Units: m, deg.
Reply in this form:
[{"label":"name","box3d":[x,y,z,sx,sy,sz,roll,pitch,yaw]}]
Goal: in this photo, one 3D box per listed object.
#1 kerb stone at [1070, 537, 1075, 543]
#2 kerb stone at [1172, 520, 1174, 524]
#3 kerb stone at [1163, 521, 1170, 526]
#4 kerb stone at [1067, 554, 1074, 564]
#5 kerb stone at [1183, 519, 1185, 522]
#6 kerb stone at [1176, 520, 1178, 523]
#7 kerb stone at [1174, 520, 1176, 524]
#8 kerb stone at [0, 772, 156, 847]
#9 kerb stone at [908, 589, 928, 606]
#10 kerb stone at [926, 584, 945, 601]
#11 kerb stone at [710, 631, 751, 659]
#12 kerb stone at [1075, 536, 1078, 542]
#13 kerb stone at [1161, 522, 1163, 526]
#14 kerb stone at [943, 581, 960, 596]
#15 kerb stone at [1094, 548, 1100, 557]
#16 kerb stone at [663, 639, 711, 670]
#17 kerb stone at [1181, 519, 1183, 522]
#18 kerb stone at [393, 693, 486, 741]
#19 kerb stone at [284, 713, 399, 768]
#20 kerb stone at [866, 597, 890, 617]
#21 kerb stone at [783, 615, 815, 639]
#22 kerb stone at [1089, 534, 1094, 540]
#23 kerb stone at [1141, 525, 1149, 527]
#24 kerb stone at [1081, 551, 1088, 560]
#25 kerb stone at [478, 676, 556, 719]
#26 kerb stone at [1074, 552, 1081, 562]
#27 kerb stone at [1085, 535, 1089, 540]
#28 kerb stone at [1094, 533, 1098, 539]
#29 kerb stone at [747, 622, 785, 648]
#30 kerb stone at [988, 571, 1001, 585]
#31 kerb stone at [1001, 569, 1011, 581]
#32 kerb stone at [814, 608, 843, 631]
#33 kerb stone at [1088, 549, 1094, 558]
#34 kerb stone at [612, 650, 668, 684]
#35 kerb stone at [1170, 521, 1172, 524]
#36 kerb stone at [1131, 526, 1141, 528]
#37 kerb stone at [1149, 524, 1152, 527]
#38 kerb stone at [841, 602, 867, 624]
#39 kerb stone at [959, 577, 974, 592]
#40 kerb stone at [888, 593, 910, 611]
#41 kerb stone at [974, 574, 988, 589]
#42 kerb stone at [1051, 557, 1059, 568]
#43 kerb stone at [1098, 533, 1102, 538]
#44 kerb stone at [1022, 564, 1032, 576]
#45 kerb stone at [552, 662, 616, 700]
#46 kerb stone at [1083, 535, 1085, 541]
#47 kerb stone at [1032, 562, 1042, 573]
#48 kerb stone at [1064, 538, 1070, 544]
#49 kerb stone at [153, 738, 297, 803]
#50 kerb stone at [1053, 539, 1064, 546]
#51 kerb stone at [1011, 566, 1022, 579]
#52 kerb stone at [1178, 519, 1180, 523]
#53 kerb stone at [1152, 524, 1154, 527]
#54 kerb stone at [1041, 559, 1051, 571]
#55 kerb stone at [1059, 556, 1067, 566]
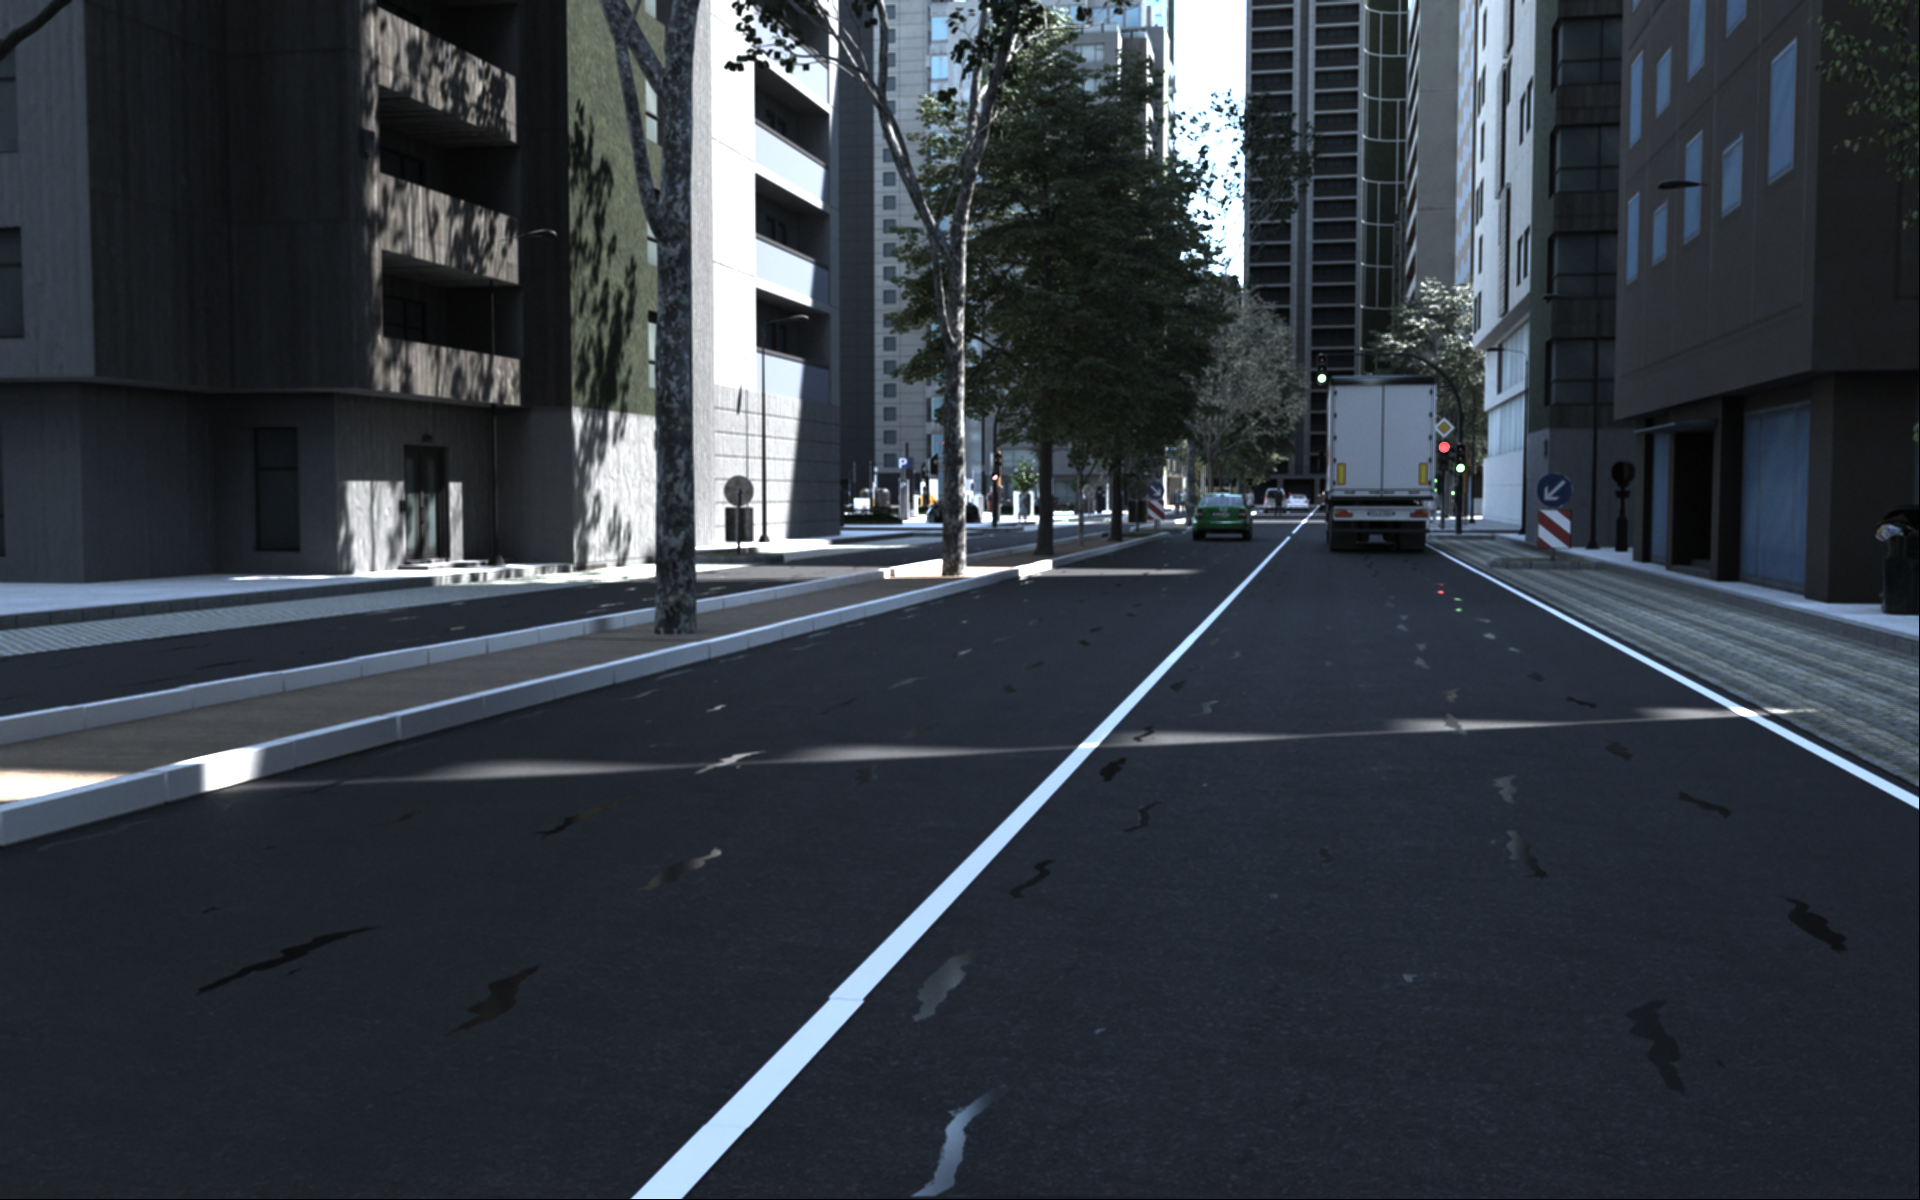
[{"label":"kerb stone","box3d":[3.114,-1.703,50.085,0.120,0.150,1.000,1,4,12]},{"label":"kerb stone","box3d":[9.870,-3.639,81.692,0.120,0.150,1.000,1,4,12]},{"label":"kerb stone","box3d":[9.446,-3.516,79.678,0.120,0.150,1.000,1,4,12]},{"label":"kerb stone","box3d":[2.163,-0.820,35.599,0.120,0.150,1.000,1,4,12]},{"label":"kerb stone","box3d":[11.168,-4.001,87.703,0.120,0.150,1.000,1,4,12]},{"label":"kerb stone","box3d":[10.302,-3.761,83.691,0.120,0.150,1.000,1,4,12]},{"label":"kerb stone","box3d":[10.093,-3.700,82.690,0.120,0.150,1.000,1,4,12]},{"label":"kerb stone","box3d":[-3.836,0.902,7.523,0.120,0.150,1.000,1,4,12]},{"label":"kerb stone","box3d":[-0.625,-0.022,22.550,0.120,0.150,1.000,1,4,12]},{"label":"kerb stone","box3d":[-0.411,-0.080,23.549,0.120,0.150,1.000,1,4,12]},{"label":"kerb stone","box3d":[-2.121,0.412,15.530,0.120,0.150,1.000,1,4,12]},{"label":"kerb stone","box3d":[3.333,-1.765,51.083,0.120,0.150,1.000,1,4,12]},{"label":"kerb stone","box3d":[8.788,-3.332,76.674,0.120,0.150,1.000,1,4,12]},{"label":"kerb stone","box3d":[-0.202,-0.144,24.553,0.120,0.150,1.000,1,4,12]},{"label":"kerb stone","box3d":[3.025,-1.064,39.611,0.120,0.150,1.000,1,4,12]},{"label":"kerb stone","box3d":[-2.340,0.469,14.530,0.120,0.150,1.000,1,4,12]},{"label":"kerb stone","box3d":[10.944,-3.945,86.698,0.120,0.150,1.000,1,4,12]},{"label":"kerb stone","box3d":[-3.191,0.714,10.528,0.120,0.150,1.000,1,4,12]},{"label":"kerb stone","box3d":[-3.417,0.775,9.523,0.120,0.150,1.000,1,4,12]},{"label":"kerb stone","box3d":[-1.046,0.101,20.549,0.120,0.150,1.000,1,4,12]},{"label":"kerb stone","box3d":[-1.695,0.284,17.544,0.120,0.150,1.000,1,4,12]},{"label":"kerb stone","box3d":[3.972,-1.951,54.102,0.120,0.150,1.000,1,4,12]},{"label":"kerb stone","box3d":[7.515,-2.964,70.655,0.120,0.150,1.000,1,4,12]},{"label":"kerb stone","box3d":[2.594,-0.943,37.610,0.120,0.150,1.000,1,4,12]},{"label":"kerb stone","box3d":[-2.980,0.652,11.528,0.120,0.150,1.000,1,4,12]},{"label":"kerb stone","box3d":[2.375,-0.880,36.603,0.120,0.150,1.000,1,4,12]},{"label":"kerb stone","box3d":[3.761,-1.890,53.094,0.120,0.150,1.000,1,4,12]},{"label":"kerb stone","box3d":[4.188,-2.013,55.101,0.120,0.150,1.000,1,4,12]},{"label":"kerb stone","box3d":[-1.909,0.350,16.545,0.120,0.150,1.000,1,4,12]},{"label":"kerb stone","box3d":[0.452,-0.329,27.570,0.120,0.150,1.000,1,4,12]},{"label":"kerb stone","box3d":[0.655,-0.391,28.584,0.120,0.150,1.000,1,4,12]},{"label":"kerb stone","box3d":[-1.477,0.223,18.547,0.120,0.150,1.000,1,4,12]},{"label":"kerb stone","box3d":[2.806,-1.004,38.612,0.120,0.150,1.000,1,4,12]},{"label":"kerb stone","box3d":[-2.548,0.530,13.530,0.120,0.150,1.000,1,4,12]},{"label":"kerb stone","box3d":[9.658,-3.577,80.683,0.120,0.150,1.000,1,4,12]},{"label":"kerb stone","box3d":[6.870,-2.780,67.646,0.120,0.150,1.000,1,4,12]},{"label":"kerb stone","box3d":[7.727,-3.025,71.655,0.120,0.150,1.000,1,4,12]},{"label":"kerb stone","box3d":[-1.264,0.162,19.547,0.120,0.150,1.000,1,4,12]},{"label":"kerb stone","box3d":[0.016,-0.205,25.552,0.120,0.150,1.000,1,4,12]},{"label":"kerb stone","box3d":[-0.836,0.041,21.549,0.120,0.150,1.000,1,4,12]},{"label":"kerb stone","box3d":[0.229,-0.267,26.564,0.120,0.150,1.000,1,4,12]},{"label":"kerb stone","box3d":[1.736,-0.696,33.595,0.120,0.150,1.000,1,4,12]},{"label":"kerb stone","box3d":[4.407,-2.074,56.109,0.120,0.150,1.000,1,4,12]},{"label":"kerb stone","box3d":[1.090,-0.512,30.587,0.120,0.150,1.000,1,4,12]},{"label":"kerb stone","box3d":[-2.768,0.593,12.532,0.120,0.150,1.000,1,4,12]},{"label":"kerb stone","box3d":[3.547,-1.828,52.088,0.120,0.150,1.000,1,4,12]},{"label":"kerb stone","box3d":[1.304,-0.564,31.590,0.120,0.150,1.000,1,4,12]},{"label":"kerb stone","box3d":[2.904,-1.644,49.074,0.120,0.150,1.000,1,4,12]},{"label":"kerb stone","box3d":[-3.622,0.837,8.522,0.120,0.150,1.000,1,4,12]},{"label":"kerb stone","box3d":[2.687,-1.583,48.073,0.120,0.150,1.000,1,4,12]},{"label":"kerb stone","box3d":[0.871,-0.447,29.583,0.120,0.150,1.000,1,4,12]},{"label":"kerb stone","box3d":[10.516,-3.823,84.694,0.120,0.150,1.000,1,4,12]},{"label":"kerb stone","box3d":[7.942,-3.087,72.663,0.120,0.150,1.000,1,4,12]},{"label":"kerb stone","box3d":[1.520,-0.635,32.595,0.120,0.150,1.000,1,4,12]},{"label":"kerb stone","box3d":[1.955,-0.757,34.595,0.120,0.150,1.000,1,4,12]}]
